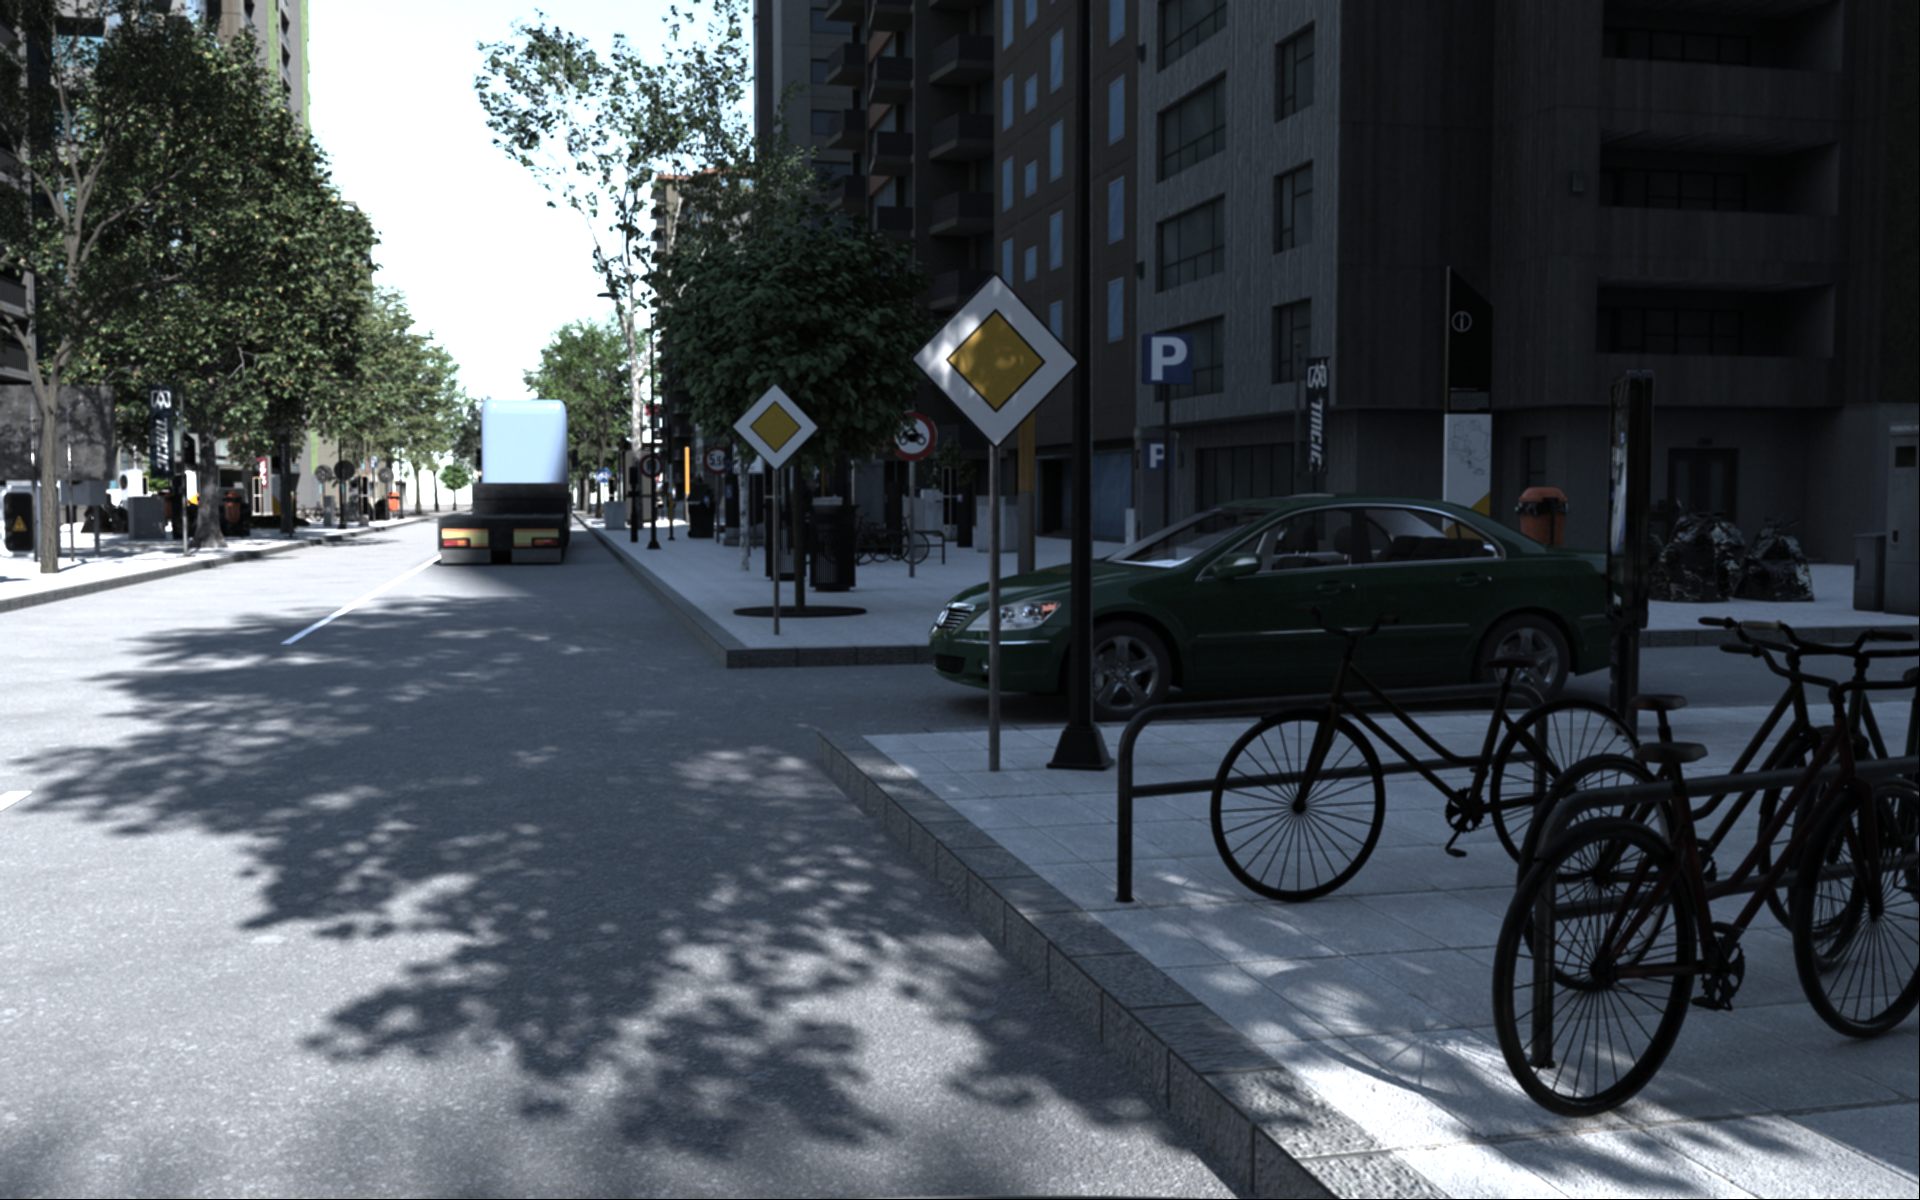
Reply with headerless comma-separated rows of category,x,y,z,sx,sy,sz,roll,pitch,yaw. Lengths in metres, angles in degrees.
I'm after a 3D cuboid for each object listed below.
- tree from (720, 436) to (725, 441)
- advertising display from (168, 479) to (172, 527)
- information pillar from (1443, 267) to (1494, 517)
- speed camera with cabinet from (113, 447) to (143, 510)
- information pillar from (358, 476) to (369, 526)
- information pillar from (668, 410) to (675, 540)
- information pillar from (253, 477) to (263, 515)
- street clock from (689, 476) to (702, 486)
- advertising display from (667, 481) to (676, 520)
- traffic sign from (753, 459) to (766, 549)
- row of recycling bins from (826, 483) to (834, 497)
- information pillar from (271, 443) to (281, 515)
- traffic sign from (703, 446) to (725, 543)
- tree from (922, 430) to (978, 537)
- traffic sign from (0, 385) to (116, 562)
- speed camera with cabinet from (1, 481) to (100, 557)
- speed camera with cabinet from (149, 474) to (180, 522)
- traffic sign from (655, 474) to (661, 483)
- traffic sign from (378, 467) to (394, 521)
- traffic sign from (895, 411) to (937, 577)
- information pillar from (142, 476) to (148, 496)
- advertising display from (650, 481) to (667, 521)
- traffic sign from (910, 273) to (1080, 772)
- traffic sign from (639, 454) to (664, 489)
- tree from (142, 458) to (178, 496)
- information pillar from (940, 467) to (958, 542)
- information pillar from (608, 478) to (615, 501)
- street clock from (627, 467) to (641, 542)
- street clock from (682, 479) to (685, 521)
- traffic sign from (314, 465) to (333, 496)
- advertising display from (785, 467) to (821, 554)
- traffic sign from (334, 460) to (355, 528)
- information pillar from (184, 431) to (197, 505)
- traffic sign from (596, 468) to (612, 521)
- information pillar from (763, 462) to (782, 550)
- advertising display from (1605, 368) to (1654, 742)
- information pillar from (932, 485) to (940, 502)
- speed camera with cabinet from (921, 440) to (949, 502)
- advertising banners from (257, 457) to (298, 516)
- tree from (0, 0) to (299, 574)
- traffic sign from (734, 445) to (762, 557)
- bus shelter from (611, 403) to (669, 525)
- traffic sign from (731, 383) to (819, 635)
tree,-8.668,-7.587,74.409,4.360,8.622,3.978,0,3,0
advertising display,-29.977,-3.765,66.768,0.123,1.923,0.974,3,5,42
information pillar,5.254,-1.628,17.981,0.504,3.616,0.183,0,4,-4
speed camera with cabinet,-31.458,-4.321,64.991,2.038,3.252,0.660,3,4,37
information pillar,-23.802,-3.953,69.122,0.304,2.012,0.304,-3,5,-44
information pillar,-8.039,-3.472,48.128,0.183,3.616,0.504,0,4,-8
information pillar,-30.702,-4.361,75.792,0.304,2.012,0.304,0,4,-1
street clock,-10.568,-3.998,69.931,0.358,2.002,0.471,1,4,9
advertising display,-14.359,-4.943,86.032,0.123,1.923,0.974,1,4,12
traffic sign,-4.796,-2.470,40.380,0.884,2.594,0.081,-1,4,-10
row of recycling bins,-4.932,-3.674,67.180,1.069,1.692,3.534,1,4,20
information pillar,-28.258,-4.908,71.606,0.504,3.616,0.183,2,4,28
traffic sign,-6.370,-2.776,45.501,0.768,2.556,0.104,-1,4,-9
tree,-0.432,-3.539,52.468,1.663,3.219,1.824,0,3,0
traffic sign,-17.016,-2.359,32.446,2.265,3.308,0.079,0,4,-8
speed camera with cabinet,-18.432,-2.497,35.157,2.038,3.252,0.660,1,4,9
speed camera with cabinet,-36.290,-5.215,79.604,2.038,3.252,0.660,1,4,18
traffic sign,-14.586,-5.023,82.240,0.768,2.556,0.104,0,4,-6
traffic sign,-27.306,-5.035,82.427,0.768,2.556,0.104,-1,4,-12
traffic sign,-0.739,-1.621,26.604,0.768,2.556,0.104,-1,4,-10
information pillar,-33.944,-4.127,71.961,0.304,2.012,0.304,2,4,34
advertising display,-14.702,-4.767,83.150,0.974,1.923,0.123,0,4,5
traffic sign,0.156,-0.264,7.963,0.795,2.450,0.064,-1,4,-13
traffic sign,-9.750,-3.345,54.804,0.768,2.556,0.104,-1,4,-11
tree,-35.480,-4.987,76.134,1.663,3.219,1.824,0,3,0
information pillar,-0.263,-2.584,46.739,0.304,2.012,0.304,3,5,44
information pillar,-16.117,-4.624,80.088,0.304,2.012,0.304,-1,4,-15
street clock,-8.699,-2.547,46.207,0.358,2.002,0.471,-1,4,-10
street clock,-13.014,-4.748,82.203,0.358,2.002,0.471,-2,4,-29
traffic sign,-27.975,-4.653,76.178,0.768,2.556,0.104,-1,4,-13
advertising display,-3.333,-1.935,36.846,0.123,1.923,0.974,3,5,40
traffic sign,-23.074,-3.966,64.942,0.768,2.556,0.104,0,4,-7
information pillar,-27.648,-4.324,62.056,0.504,3.616,0.183,-3,5,-45
traffic sign,-17.173,-5.106,83.588,0.768,2.556,0.104,-1,4,-12
information pillar,-4.292,-2.153,39.698,0.304,2.012,0.304,2,4,29
advertising display,3.588,-0.251,9.319,0.123,1.923,0.974,1,4,15
information pillar,-0.824,-3.466,61.166,0.304,2.012,0.304,-1,4,-12
speed camera with cabinet,-0.993,-3.999,59.727,2.038,3.252,0.660,3,5,42
advertising banners,-32.470,-5.274,82.413,0.090,3.025,2.074,3,4,37
tree,-14.640,-5.680,27.276,8.767,10.594,7.601,-1,4,-12
traffic sign,-4.320,-2.032,35.358,0.606,2.300,0.079,0,4,-7
bus shelter,-13.734,-5.896,74.036,2.179,5.291,8.768,-1,4,-13
traffic sign,-1.675,-0.740,15.736,0.795,2.450,0.064,-1,4,-13
